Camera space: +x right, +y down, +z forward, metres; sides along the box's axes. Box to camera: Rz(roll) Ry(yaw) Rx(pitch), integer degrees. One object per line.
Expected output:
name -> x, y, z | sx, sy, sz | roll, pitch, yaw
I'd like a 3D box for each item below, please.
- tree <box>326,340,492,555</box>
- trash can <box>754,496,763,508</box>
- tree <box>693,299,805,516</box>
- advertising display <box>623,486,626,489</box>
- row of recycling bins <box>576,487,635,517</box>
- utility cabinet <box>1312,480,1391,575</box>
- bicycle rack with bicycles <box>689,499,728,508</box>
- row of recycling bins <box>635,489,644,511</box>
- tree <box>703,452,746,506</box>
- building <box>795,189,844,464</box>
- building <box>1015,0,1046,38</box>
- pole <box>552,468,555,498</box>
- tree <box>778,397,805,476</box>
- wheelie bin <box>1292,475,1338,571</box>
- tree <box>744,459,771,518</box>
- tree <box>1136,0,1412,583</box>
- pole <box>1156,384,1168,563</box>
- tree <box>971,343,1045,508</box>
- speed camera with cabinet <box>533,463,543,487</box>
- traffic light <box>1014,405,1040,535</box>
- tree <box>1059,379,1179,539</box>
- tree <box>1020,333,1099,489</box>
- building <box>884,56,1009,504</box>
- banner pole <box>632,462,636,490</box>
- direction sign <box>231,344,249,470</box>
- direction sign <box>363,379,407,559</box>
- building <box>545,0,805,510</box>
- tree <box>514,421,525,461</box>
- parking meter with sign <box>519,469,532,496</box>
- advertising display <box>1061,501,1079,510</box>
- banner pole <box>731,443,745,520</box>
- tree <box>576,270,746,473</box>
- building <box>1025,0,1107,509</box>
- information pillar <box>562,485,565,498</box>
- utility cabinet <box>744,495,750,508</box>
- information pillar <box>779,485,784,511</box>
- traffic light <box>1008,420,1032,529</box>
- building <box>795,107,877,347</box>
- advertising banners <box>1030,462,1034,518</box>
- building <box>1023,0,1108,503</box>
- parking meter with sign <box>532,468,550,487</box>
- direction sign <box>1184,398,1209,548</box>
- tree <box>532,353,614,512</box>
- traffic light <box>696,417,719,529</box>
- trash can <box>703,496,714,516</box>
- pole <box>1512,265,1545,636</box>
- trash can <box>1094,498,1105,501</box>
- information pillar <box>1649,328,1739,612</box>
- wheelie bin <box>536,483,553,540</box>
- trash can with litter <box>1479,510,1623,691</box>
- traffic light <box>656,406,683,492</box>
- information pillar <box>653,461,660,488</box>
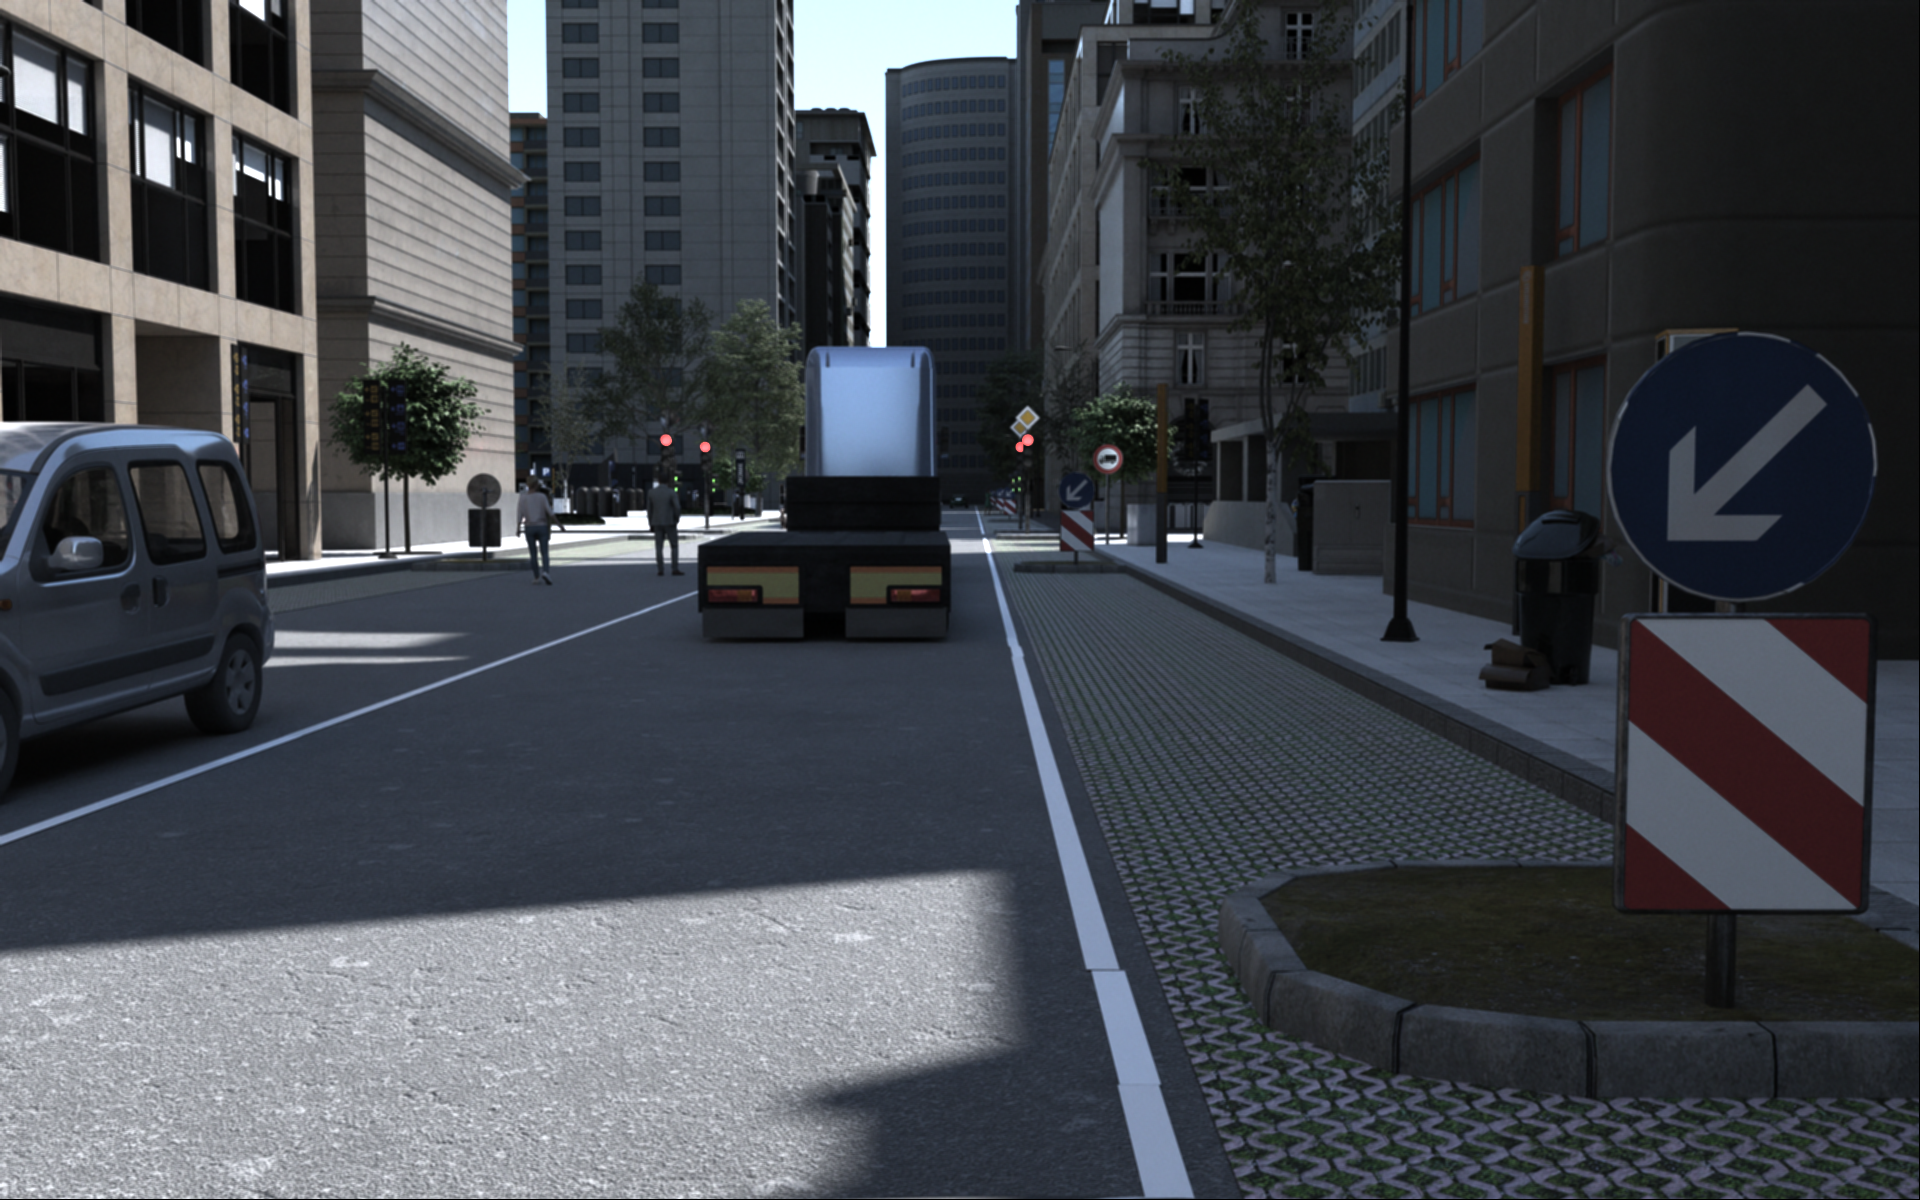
tree -> -11.780, -3.265, 37.095 | 4.285, 4.588, 4.351 | 0, 3, 0
trash can -> -15.489, -7.434, 133.206 | 0.748, 1.137, 0.748 | 0, 3, 0
tree -> -12.089, -11.208, 101.377 | 7.486, 12.596, 7.792 | 0, 3, 0
advertising display -> -26.759, -8.139, 138.283 | 0.123, 1.923, 0.974 | -1, 4, -19
row of recycling bins -> -20.216, -5.535, 97.614 | 3.534, 1.692, 1.069 | 2, 4, 29
utility cabinet -> 6.200, -1.146, 27.424 | 1.173, 1.500, 0.318 | 1, 4, 19
bicycle rack with bicycles -> -17.884, -6.682, 122.638 | 2.925, 0.926, 2.852 | -3, 4, -37
row of recycling bins -> -25.028, -7.489, 129.556 | 1.069, 1.692, 3.534 | 2, 4, 35
tree -> -17.659, -8.945, 129.964 | 4.285, 4.588, 4.351 | 0, 3, 0
building -> -18.599, -24.124, 166.134 | 14.160, 30.474, 14.107 | 0, 4, 0
building -> 16.885, -40.123, 198.017 | 21.231, 58.520, 28.212 | 0, 4, 0
pole -> -31.615, -8.618, 134.744 | 0.158, 3.312, 0.155 | 0, 3, 0
tree -> -11.522, -10.781, 126.630 | 4.737, 8.622, 4.395 | 0, 3, 0
wheelie bin -> 6.014, -1.291, 29.018 | 0.980, 1.594, 0.693 | 1, 4, 21
tree -> -11.355, -6.098, 94.298 | 1.663, 3.219, 1.824 | 0, 3, 0
tree -> 4.706, -4.544, 24.665 | 4.737, 8.622, 4.395 | 0, 3, 0
pole -> 3.746, -2.340, 32.095 | 0.158, 3.312, 0.155 | 0, 3, 0
tree -> 5.549, -14.562, 144.742 | 9.857, 13.997, 8.962 | 0, 3, 0
speed camera with cabinet -> -26.195, -6.962, 108.169 | 0.660, 3.252, 2.038 | -2, 4, -29
traffic light -> 2.120, -4.033, 54.868 | 0.839, 4.253, 0.868 | 0, 4, 0
tree -> 4.581, -4.042, 49.794 | 4.285, 4.588, 4.351 | 0, 3, 0
tree -> 4.856, -7.832, 78.407 | 4.360, 8.622, 3.978 | 0, 3, 0
building -> 4.270, -42.175, 231.563 | 28.212, 58.520, 21.231 | 0, 4, 0
banner pole -> -25.132, -8.789, 133.710 | 0.401, 3.779, 0.863 | 1, 4, 13
direction sign -> -11.030, -2.116, 26.599 | 0.379, 3.537, 0.876 | -1, 4, -9
direction sign -> -11.378, -2.589, 34.332 | 0.876, 3.537, 0.379 | 0, 4, 7
building -> -22.496, -43.359, 147.178 | 20.563, 71.187, 20.611 | 0, 4, 0
tree -> -36.112, -11.256, 134.395 | 4.737, 8.622, 4.395 | 0, 3, 0
parking meter with sign -> -30.615, -7.681, 121.842 | 1.738, 3.016, 0.543 | 2, 4, 34
advertising display -> 4.857, -4.309, 75.662 | 0.974, 1.923, 0.123 | 2, 4, 34
banner pole -> -10.856, -5.774, 84.420 | 0.863, 3.779, 0.401 | -1, 4, -11
tree -> -12.643, -8.478, 73.029 | 7.601, 10.594, 8.767 | -1, 4, -15
building -> 13.055, -30.970, 156.471 | 14.600, 45.320, 14.200 | 0, 4, 0
information pillar -> -30.372, -7.857, 132.956 | 0.304, 2.012, 0.304 | 0, 4, 4
utility cabinet -> -15.065, -6.813, 122.551 | 0.306, 1.237, 1.020 | 0, 4, -1
information pillar -> -13.834, -7.938, 134.273 | 0.304, 2.012, 0.304 | -1, 4, -21
traffic light -> 2.177, -4.522, 62.853 | 0.839, 4.253, 0.868 | 0, 4, 0
building -> -23.551, -39.575, 236.292 | 27.495, 52.752, 28.713 | 0, 4, 0
advertising banners -> 3.940, -6.008, 94.412 | 0.090, 3.025, 2.074 | 0, 4, 6
building -> 16.929, -44.951, 173.202 | 20.563, 71.187, 20.611 | 0, 4, 0
parking meter with sign -> -27.637, -7.245, 114.709 | 0.543, 3.016, 1.738 | -2, 4, -29
direction sign -> 5.614, -3.008, 41.184 | 0.876, 3.537, 0.379 | -3, 5, -44
tree -> -20.546, -8.589, 90.800 | 4.360, 8.622, 3.978 | 0, 3, 0
traffic light -> -9.184, -4.526, 62.917 | 0.839, 4.253, 0.868 | 0, 4, 0
trash can -> -14.473, -5.387, 99.730 | 0.748, 1.137, 0.748 | 0, 3, 0
pole -> 5.122, -1.331, 15.599 | 0.158, 3.312, 0.155 | 0, 3, 0
trash can -> 4.964, -3.177, 63.597 | 0.748, 1.137, 0.748 | 0, 3, 0
information pillar -> 3.323, -0.207, 7.877 | 0.304, 2.012, 0.304 | 1, 4, 13
wheelie bin -> -11.660, -2.462, 48.156 | 0.693, 1.594, 0.980 | -1, 4, -18
trash can with litter -> 3.938, -0.012, 11.581 | 0.624, 1.170, 1.055 | 3, 5, 42
traffic light -> -9.241, -4.037, 54.933 | 0.839, 4.253, 0.868 | 0, 4, 0
information pillar -> -21.305, -7.973, 121.705 | 0.504, 3.616, 0.183 | 1, 4, 15
